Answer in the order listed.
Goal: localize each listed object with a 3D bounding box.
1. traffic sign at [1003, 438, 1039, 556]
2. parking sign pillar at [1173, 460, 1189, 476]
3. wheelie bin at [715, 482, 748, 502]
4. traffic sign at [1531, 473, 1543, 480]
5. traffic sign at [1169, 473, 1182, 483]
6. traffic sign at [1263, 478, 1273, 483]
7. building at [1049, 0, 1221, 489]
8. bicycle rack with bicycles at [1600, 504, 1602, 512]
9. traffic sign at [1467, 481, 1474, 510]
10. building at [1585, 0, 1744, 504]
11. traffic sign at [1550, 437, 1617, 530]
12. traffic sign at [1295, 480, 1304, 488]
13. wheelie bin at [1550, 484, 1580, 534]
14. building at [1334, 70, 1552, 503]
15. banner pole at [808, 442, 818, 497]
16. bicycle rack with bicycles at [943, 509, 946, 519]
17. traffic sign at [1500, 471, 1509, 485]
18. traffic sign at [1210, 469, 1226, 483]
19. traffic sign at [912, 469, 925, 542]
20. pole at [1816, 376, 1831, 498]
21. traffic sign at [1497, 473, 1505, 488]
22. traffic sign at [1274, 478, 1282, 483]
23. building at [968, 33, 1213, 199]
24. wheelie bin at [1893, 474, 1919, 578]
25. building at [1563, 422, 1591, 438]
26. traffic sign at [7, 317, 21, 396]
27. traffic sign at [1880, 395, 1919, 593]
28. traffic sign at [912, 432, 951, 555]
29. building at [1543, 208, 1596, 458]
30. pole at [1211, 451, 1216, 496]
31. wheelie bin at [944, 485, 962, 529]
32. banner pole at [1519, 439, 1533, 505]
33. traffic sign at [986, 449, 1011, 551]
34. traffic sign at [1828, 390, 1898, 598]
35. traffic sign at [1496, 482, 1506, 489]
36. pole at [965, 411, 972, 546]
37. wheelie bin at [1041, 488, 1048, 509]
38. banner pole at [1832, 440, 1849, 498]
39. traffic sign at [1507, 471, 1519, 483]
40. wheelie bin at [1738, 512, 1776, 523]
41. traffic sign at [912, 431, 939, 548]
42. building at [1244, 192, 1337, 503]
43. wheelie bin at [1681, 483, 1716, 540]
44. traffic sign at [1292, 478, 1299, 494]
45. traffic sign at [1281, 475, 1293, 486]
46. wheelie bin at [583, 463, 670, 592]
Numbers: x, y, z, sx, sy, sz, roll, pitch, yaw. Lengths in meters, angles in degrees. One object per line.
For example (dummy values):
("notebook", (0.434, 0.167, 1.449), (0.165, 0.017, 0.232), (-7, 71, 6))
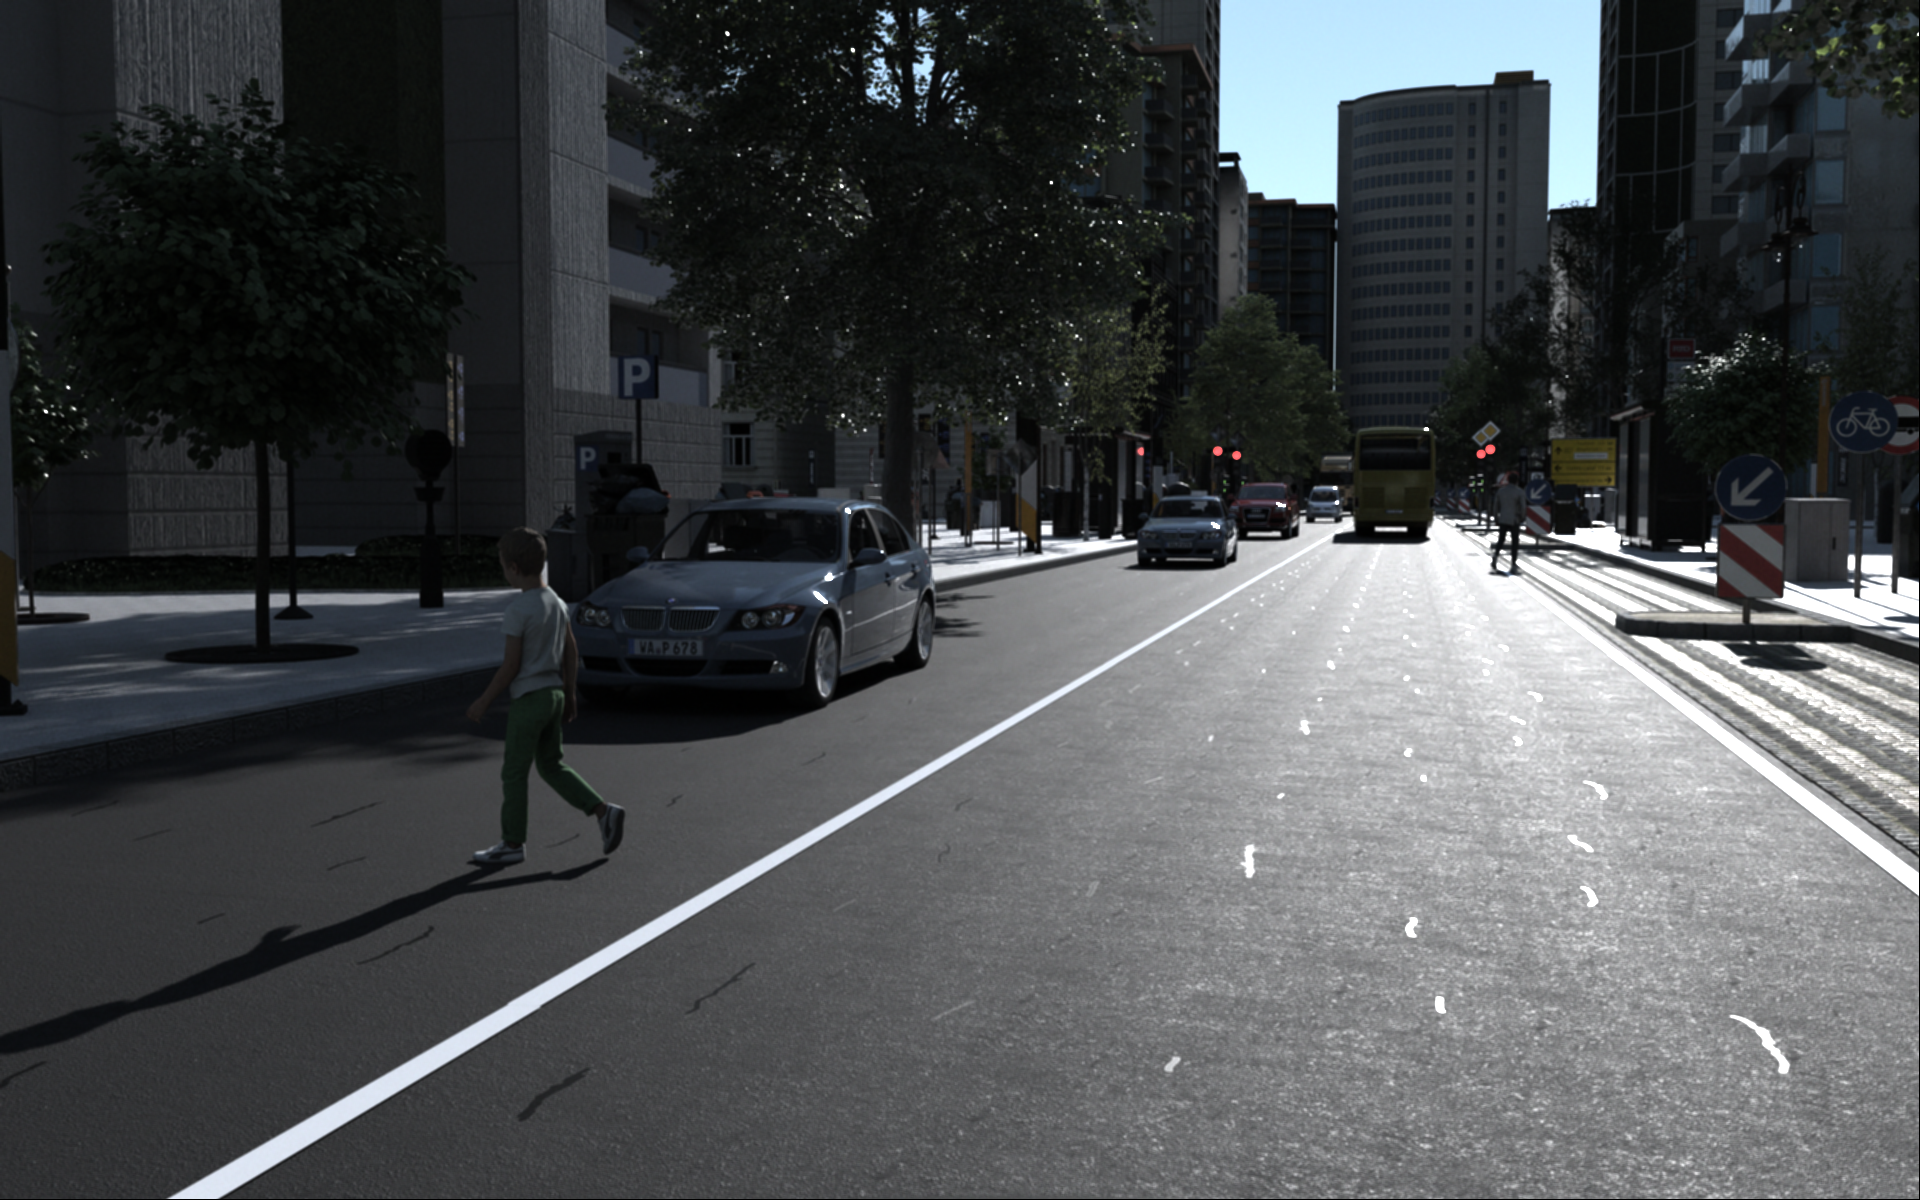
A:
("traffic sign", (1.243, -2.122, 35.882), (0.795, 2.450, 0.064), (2, 4, 23))
("parking sign pillar", (15.175, -8.058, 120.220), (1.447, 3.967, 1.447), (1, 4, 21))
("wheelie bin", (-6.239, -2.397, 47.102), (0.980, 1.594, 0.693), (-3, 5, -42))
("traffic sign", (27.501, -4.921, 82.584), (0.606, 2.300, 0.079), (1, 4, 21))
("traffic sign", (10.256, -4.921, 82.581), (0.606, 2.300, 0.079), (1, 4, 22))
("traffic sign", (24.786, -8.524, 139.474), (0.768, 2.556, 0.104), (1, 4, 16))
("building", (20.141, -46.083, 191.716), (20.563, 71.187, 20.611), (1, 4, 14))
("bicycle rack with bicycles", (33.442, -4.682, 89.939), (2.925, 0.926, 2.852), (1, 4, 16))
("traffic sign", (40.823, -8.437, 137.949), (0.884, 2.594, 0.081), (1, 4, 15))
("building", (69.507, -44.315, 162.809), (20.563, 71.187, 20.611), (1, 4, 14))
("traffic sign", (22.509, -4.202, 62.583), (2.265, 3.308, 0.079), (1, 4, 21))
("traffic sign", (27.291, -8.454, 139.410), (0.795, 2.450, 0.064), (1, 4, 18))
("wheelie bin", (19.462, -2.922, 55.688), (0.980, 1.594, 0.693), (2, 4, 32))
("building", (68.043, -43.114, 246.915), (28.212, 58.520, 21.231), (1, 4, 14))
("banner pole", (-7.060, -5.723, 83.591), (0.401, 3.779, 0.863), (2, 4, 31))
("bicycle rack with bicycles", (0.805, -4.485, 86.712), (2.852, 0.926, 2.925), (-2, 4, -27))
("traffic sign", (30.539, -5.907, 96.588), (0.884, 2.594, 0.081), (1, 4, 17))
("traffic sign", (11.963, -4.907, 80.337), (0.768, 2.556, 0.104), (1, 4, 21))
("traffic sign", (-1.050, -2.487, 40.769), (0.768, 2.556, 0.104), (1, 4, 16))
("pole", (14.964, -2.214, 30.044), (0.158, 3.312, 0.155), (0, 3, 0))
("traffic sign", (33.367, -6.505, 106.463), (0.768, 2.556, 0.104), (1, 4, 23))
("traffic sign", (25.340, -8.414, 137.671), (0.768, 2.556, 0.104), (2, 4, 23))
("building", (12.615, -31.458, 168.955), (22.147, 44.769, 28.867), (1, 4, 14))
("wheelie bin", (14.782, -1.142, 26.586), (0.693, 1.594, 0.980), (0, 4, 7))
("building", (78.068, -53.460, 186.743), (22.319, 86.520, 31.000), (1, 4, 14))
("traffic sign", (-6.433, -0.684, 11.286), (0.768, 2.556, 0.104), (1, 4, 17))
("traffic sign", (12.097, -1.360, 22.344), (0.768, 2.556, 0.104), (1, 4, 17))
("traffic sign", (-0.634, -2.232, 36.497), (0.884, 2.594, 0.081), (1, 4, 15))
("building", (88.064, -33.967, 238.951), (14.086, 41.232, 14.154), (1, 4, 14))
("pole", (12.096, -5.426, 82.550), (0.158, 3.312, 0.155), (0, 3, 0))
("wheelie bin", (-0.144, -3.373, 63.061), (0.693, 1.594, 0.980), (-3, 5, -40))
("banner pole", (25.819, -5.441, 78.978), (0.863, 3.779, 0.401), (-1, 4, -20))
("traffic sign", (0.864, -2.266, 39.174), (0.606, 2.300, 0.079), (1, 4, 18))
("traffic sign", (11.121, -1.302, 21.392), (0.768, 2.556, 0.104), (1, 4, 21))
("traffic sign", (39.252, -7.704, 125.968), (0.884, 2.594, 0.081), (1, 4, 17))
("pole", (0.201, -2.967, 42.360), (0.158, 3.312, 0.155), (0, 3, 0))
("wheelie bin", (3.912, -4.714, 84.988), (0.693, 1.594, 0.980), (-2, 4, -23))
("banner pole", (35.998, -4.948, 70.919), (0.863, 3.779, 0.401), (0, 4, -7))
("traffic sign", (30.473, -5.825, 95.339), (0.768, 2.556, 0.104), (1, 4, 22))
("wheelie bin", (17.072, -1.789, 37.161), (0.980, 1.594, 0.693), (-3, 5, -42))
("traffic sign", (-0.809, -2.141, 35.116), (0.768, 2.556, 0.104), (1, 4, 18))
("building", (40.489, -36.706, 254.768), (28.867, 44.769, 22.147), (1, 4, 14))
("wheelie bin", (20.457, -2.446, 47.895), (0.980, 1.594, 0.693), (-2, 4, -31))
("traffic sign", (27.387, -8.614, 140.940), (0.768, 2.556, 0.104), (1, 4, 22))
("traffic sign", (21.292, -6.890, 112.762), (0.768, 2.556, 0.104), (1, 4, 16))
("wheelie bin", (-3.426, -0.609, 17.871), (0.980, 1.594, 0.693), (1, 4, 22))
